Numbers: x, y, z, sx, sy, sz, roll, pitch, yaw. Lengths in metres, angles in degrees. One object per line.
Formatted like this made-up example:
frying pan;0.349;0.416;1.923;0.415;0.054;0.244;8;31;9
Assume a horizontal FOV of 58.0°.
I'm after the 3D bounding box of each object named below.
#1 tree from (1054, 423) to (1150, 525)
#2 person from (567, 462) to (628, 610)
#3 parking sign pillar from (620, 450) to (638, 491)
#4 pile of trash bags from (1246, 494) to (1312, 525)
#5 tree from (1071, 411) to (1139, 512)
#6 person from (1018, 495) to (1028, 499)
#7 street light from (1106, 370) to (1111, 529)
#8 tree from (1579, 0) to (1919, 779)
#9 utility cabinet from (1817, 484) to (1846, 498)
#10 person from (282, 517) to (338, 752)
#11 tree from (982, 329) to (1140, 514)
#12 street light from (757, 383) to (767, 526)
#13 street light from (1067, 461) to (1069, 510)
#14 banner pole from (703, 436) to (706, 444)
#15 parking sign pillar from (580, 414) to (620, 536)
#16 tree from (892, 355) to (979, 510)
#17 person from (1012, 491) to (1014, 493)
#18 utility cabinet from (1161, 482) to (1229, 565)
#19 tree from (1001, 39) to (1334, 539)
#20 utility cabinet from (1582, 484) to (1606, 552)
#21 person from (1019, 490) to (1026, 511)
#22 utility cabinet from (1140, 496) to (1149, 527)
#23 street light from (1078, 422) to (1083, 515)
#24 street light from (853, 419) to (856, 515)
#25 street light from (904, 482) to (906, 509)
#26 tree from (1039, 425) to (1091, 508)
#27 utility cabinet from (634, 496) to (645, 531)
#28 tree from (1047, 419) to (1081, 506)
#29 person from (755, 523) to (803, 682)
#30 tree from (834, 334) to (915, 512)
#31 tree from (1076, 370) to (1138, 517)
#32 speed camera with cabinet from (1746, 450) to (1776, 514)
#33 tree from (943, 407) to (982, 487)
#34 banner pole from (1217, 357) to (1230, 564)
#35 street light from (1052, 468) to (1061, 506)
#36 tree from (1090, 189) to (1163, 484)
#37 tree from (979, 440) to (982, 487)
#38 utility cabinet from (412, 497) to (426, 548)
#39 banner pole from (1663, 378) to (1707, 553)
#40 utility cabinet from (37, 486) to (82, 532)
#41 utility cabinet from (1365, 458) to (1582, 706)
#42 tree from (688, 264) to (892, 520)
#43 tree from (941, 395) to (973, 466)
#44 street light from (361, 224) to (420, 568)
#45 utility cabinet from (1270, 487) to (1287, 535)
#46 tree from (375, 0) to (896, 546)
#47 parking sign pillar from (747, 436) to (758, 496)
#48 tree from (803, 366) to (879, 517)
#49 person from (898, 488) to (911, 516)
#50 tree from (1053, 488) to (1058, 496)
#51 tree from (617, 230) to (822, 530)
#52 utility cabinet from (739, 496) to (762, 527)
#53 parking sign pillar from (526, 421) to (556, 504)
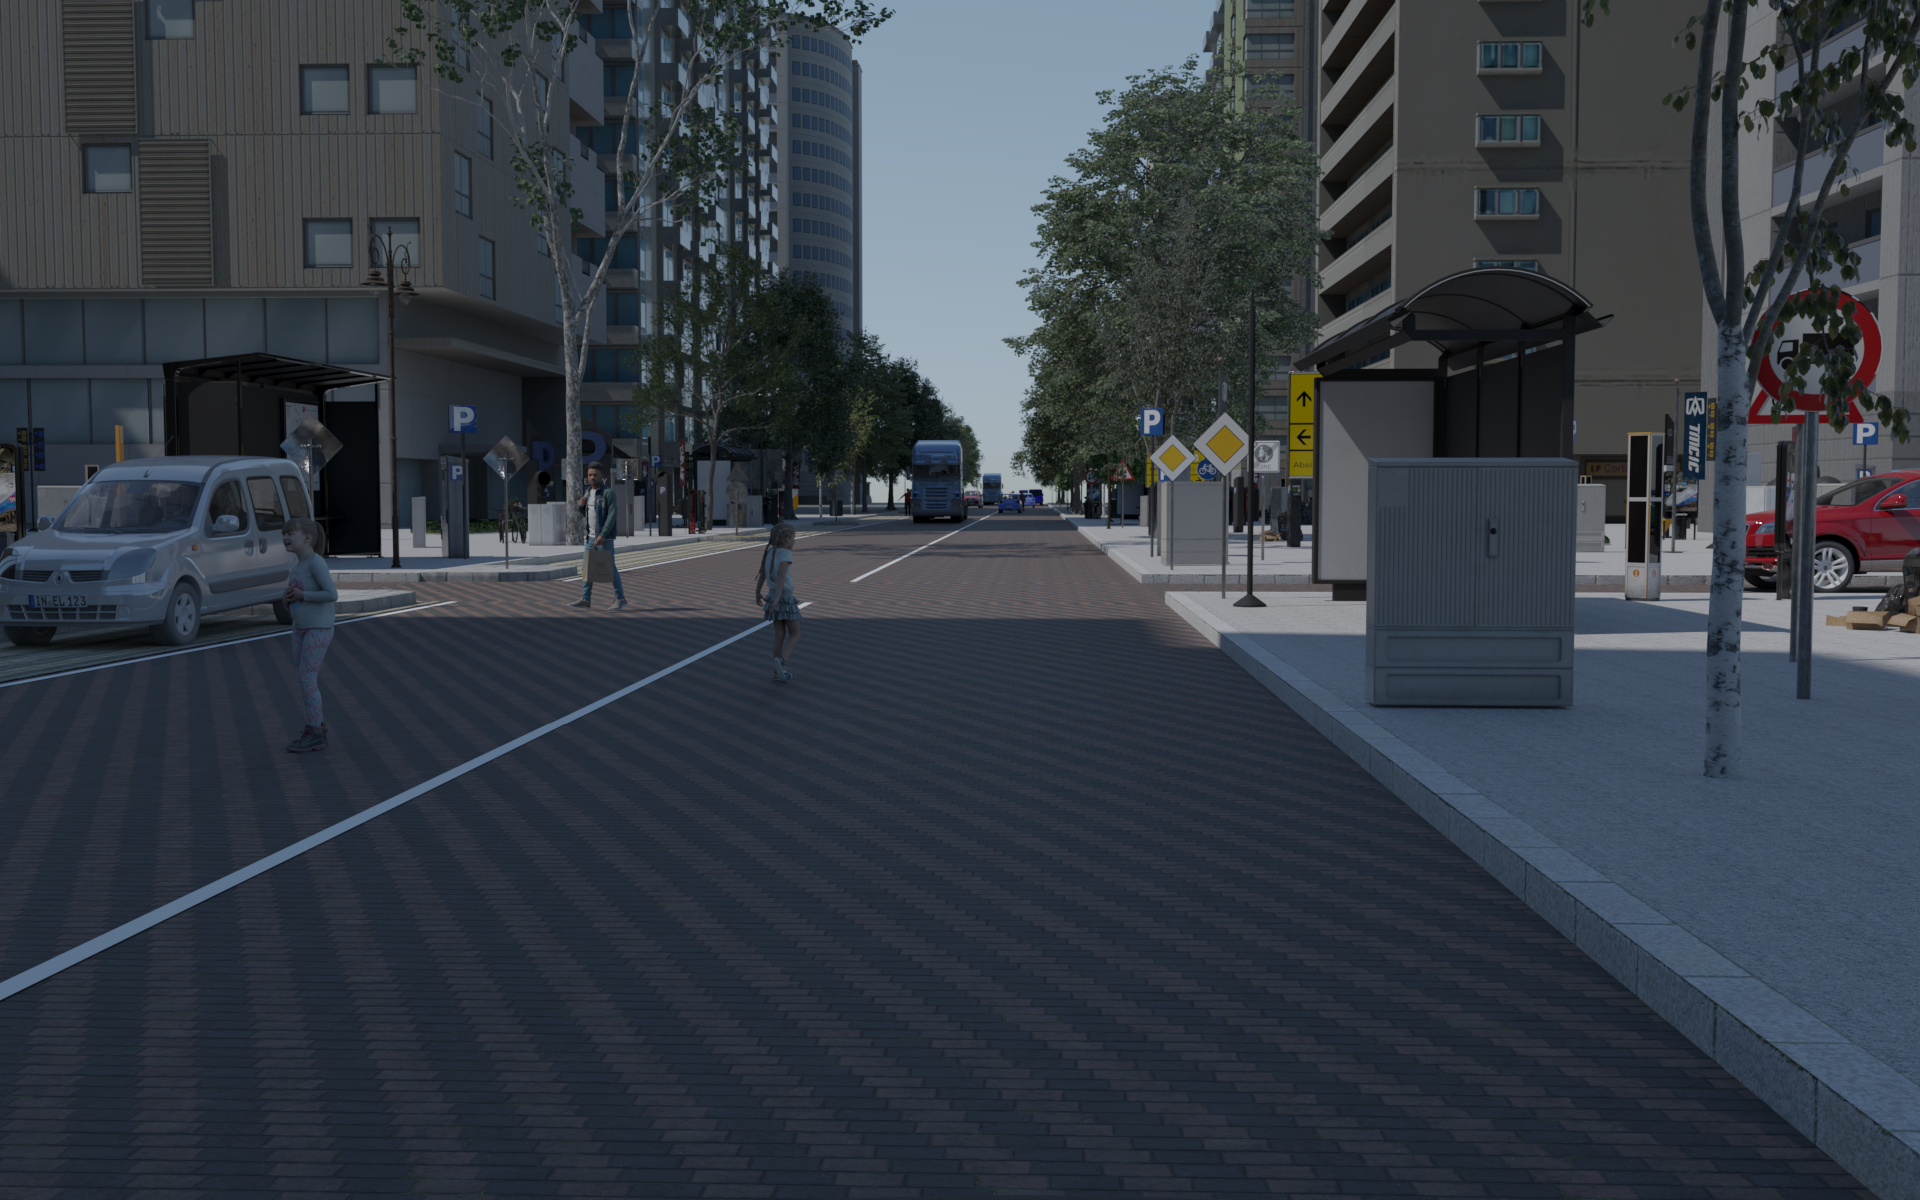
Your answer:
tree;6.795;-5.451;72.830;4.285;4.588;4.351;0;3;0
person;-4.395;-0.774;21.147;0.713;1.824;0.794;-2;4;-32
parking sign pillar;-18.226;-6.475;94.341;1.447;3.967;1.447;-1;4;-13
pile of trash bags;13.275;-3.866;72.954;3.447;1.369;1.912;0;4;-1
tree;9.252;-12.024;122.345;9.928;11.665;9.643;0;3;0
person;6.199;-10.083;174.077;1.217;1.735;0.721;0;4;8
street light;5.476;-5.553;63.581;0.468;5.910;1.993;0;4;2
tree;3.684;-3.496;7.516;4.360;8.622;3.978;0;3;0
utility cabinet;18.322;-1.719;36.790;1.173;1.500;0.318;3;5;43
person;-3.676;0.186;9.742;0.425;1.301;0.394;2;4;24
tree;7.633;-11.872;111.117;9.611;12.733;9.660;0;3;0
street light;-8.048;-5.958;70.195;0.468;5.910;1.993;0;4;2
street light;8.679;-10.185;139.308;0.468;5.910;1.993;0;4;2
banner pole;-10.900;-5.229;75.504;0.863;3.779;0.401;-2;4;-27
parking sign pillar;-11.435;-3.985;53.625;1.447;3.967;1.447;0;4;-5
tree;-5.470;-13.584;139.108;9.611;12.733;9.660;0;3;0
person;4.501;-8.400;146.775;0.436;1.711;0.756;-1;4;-20
utility cabinet;4.213;-1.371;31.098;1.173;1.500;0.318;-1;4;-13
tree;5.836;-8.749;49.704;9.857;13.997;8.962;0;3;0
utility cabinet;13.567;-1.802;38.137;1.173;1.500;0.318;0;4;1
person;5.295;-8.373;145.956;0.434;1.755;0.990;3;5;40
utility cabinet;7.247;-3.470;67.898;0.306;1.237;1.020;1;4;11
street light;7.290;-8.011;103.765;0.468;5.910;1.993;0;4;2
street light;-6.470;-8.174;106.427;0.468;5.910;1.993;0;4;2
street light;-4.679;-10.685;147.488;0.468;5.910;1.993;0;4;2
tree;10.393;-14.831;160.612;7.486;12.596;7.792;0;3;0
utility cabinet;-11.157;-3.001;60.234;0.306;1.237;1.020;0;4;-6
tree;10.023;-13.076;148.211;7.601;10.594;8.767;2;4;33
person;-1.443;0.011;13.336;0.505;1.210;0.382;3;5;44
tree;-6.830;-12.519;122.816;7.486;12.596;7.792;0;3;0
tree;8.422;-9.051;98.350;4.737;8.622;4.395;0;3;0
speed camera with cabinet;16.633;-2.559;36.170;0.660;3.252;2.038;0;4;0
tree;-2.214;-18.630;222.725;7.486;12.596;7.792;0;3;0
banner pole;4.840;-2.565;31.954;0.401;3.779;0.863;1;4;20
street light;12.383;-15.285;222.697;0.468;5.910;1.993;0;4;2
tree;4.813;-5.515;40.533;4.360;8.622;3.978;0;3;0
tree;-4.078;-15.163;164.917;9.611;12.733;9.660;0;3;0
utility cabinet;-13.011;-1.864;41.642;0.306;1.237;1.020;-1;4;-16
banner pole;15.712;-2.902;37.469;0.863;3.779;0.401;3;4;38
utility cabinet;-24.628;-2.376;47.532;1.173;1.500;0.318;-2;4;-24
utility cabinet;3.068;-0.107;10.424;1.173;1.500;0.318;0;4;3
tree;-8.574;-10.356;86.320;9.611;12.733;9.660;0;3;0
tree;-3.598;-17.665;199.191;12.009;13.543;11.850;0;3;0
street light;-9.825;-3.500;30.009;0.468;5.910;1.993;0;4;2
utility cabinet;9.826;-2.721;53.174;0.318;1.500;1.173;0;4;-5
tree;-8.418;-11.357;41.568;12.611;20.169;13.585;0;3;0
parking sign pillar;-9.725;-5.618;80.319;1.447;3.967;1.447;0;4;8
tree;-7.549;-8.934;96.440;4.737;8.622;4.395;0;3;0
person;-3.413;-6.427;113.521;1.348;1.831;0.705;0;4;-3
tree;14.723;-18.785;257.494;4.737;8.622;4.395;0;3;0
tree;-8.608;-7.746;61.053;7.601;10.594;8.767;1;4;12
utility cabinet;-8.273;-3.465;67.816;1.020;1.237;0.306;1;4;14
parking sign pillar;-15.500;-4.628;64.134;1.447;3.967;1.447;1;4;18
